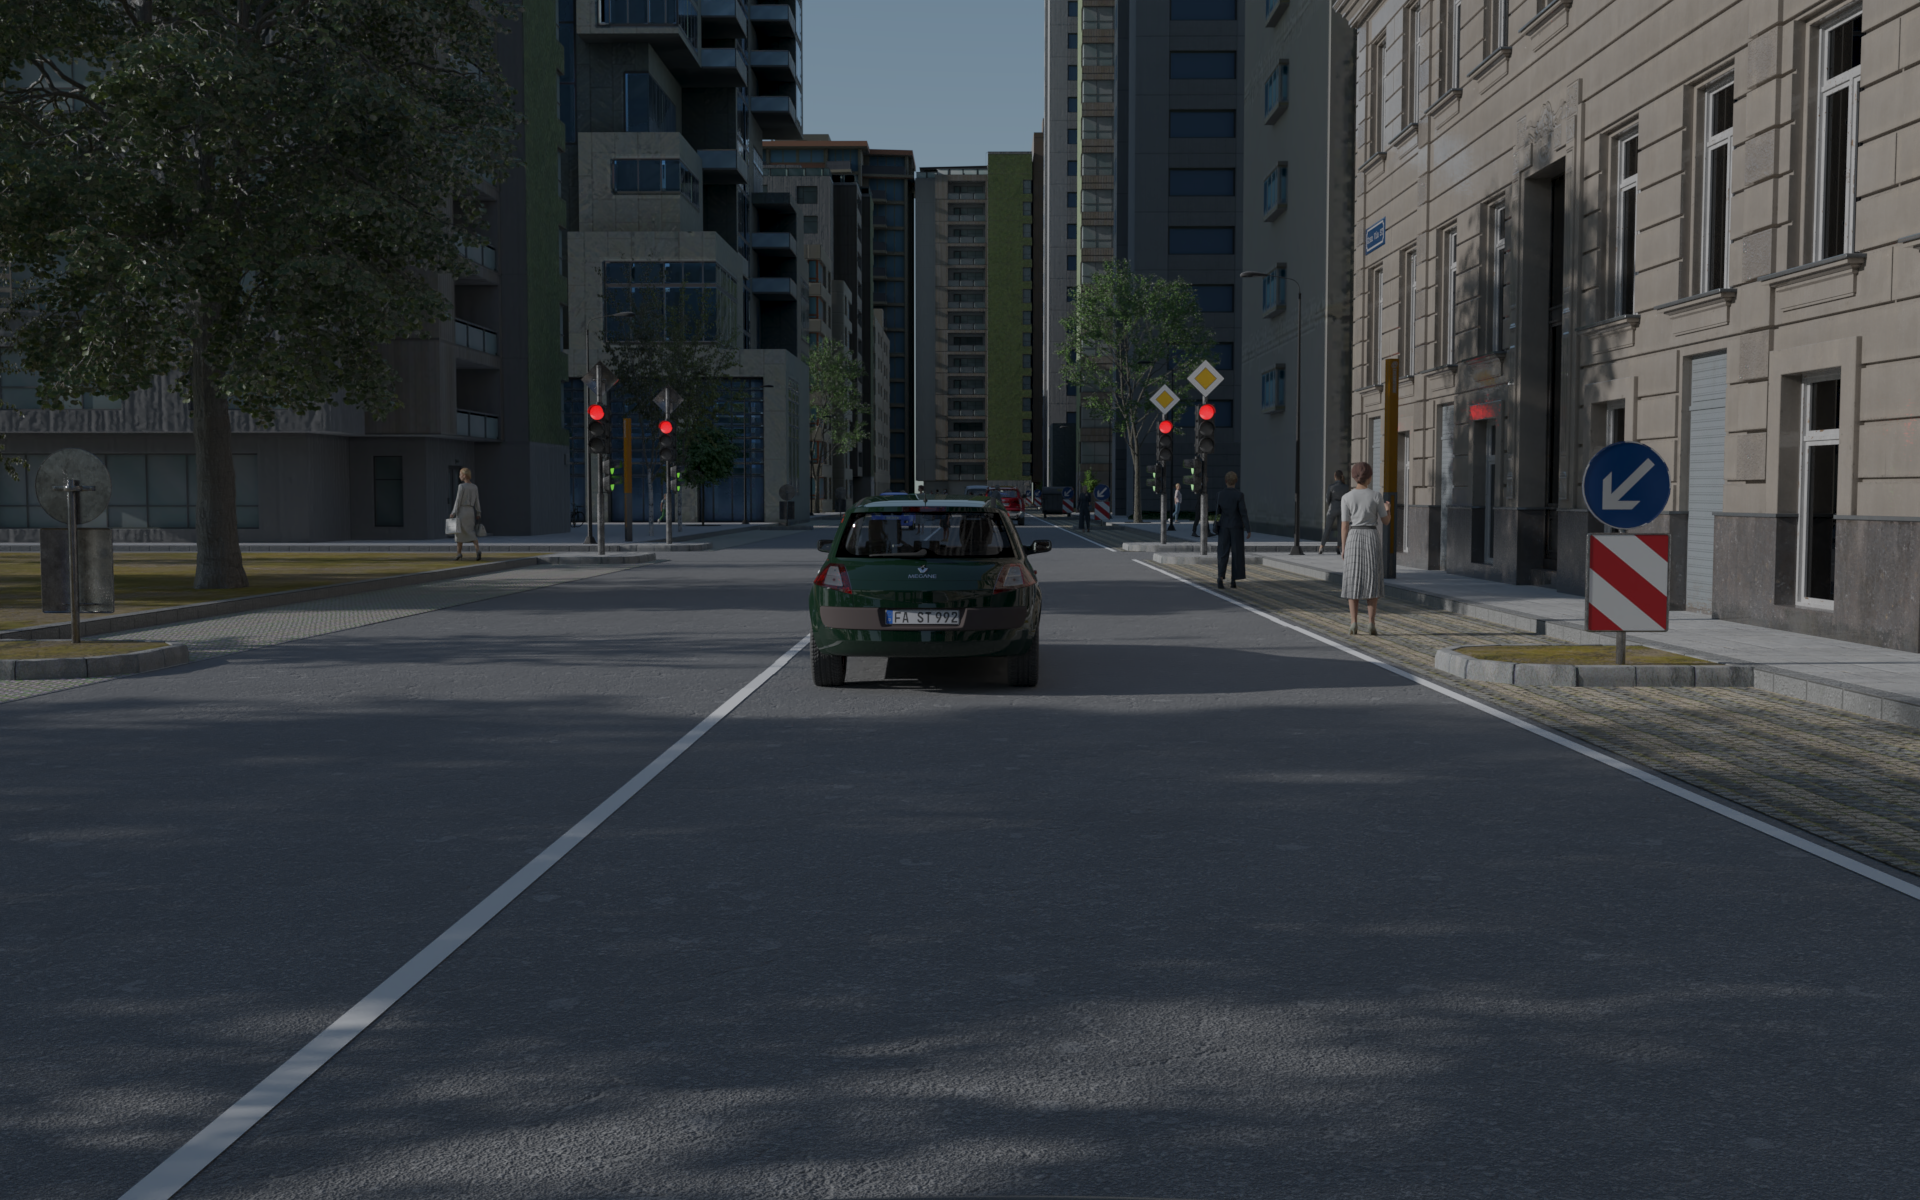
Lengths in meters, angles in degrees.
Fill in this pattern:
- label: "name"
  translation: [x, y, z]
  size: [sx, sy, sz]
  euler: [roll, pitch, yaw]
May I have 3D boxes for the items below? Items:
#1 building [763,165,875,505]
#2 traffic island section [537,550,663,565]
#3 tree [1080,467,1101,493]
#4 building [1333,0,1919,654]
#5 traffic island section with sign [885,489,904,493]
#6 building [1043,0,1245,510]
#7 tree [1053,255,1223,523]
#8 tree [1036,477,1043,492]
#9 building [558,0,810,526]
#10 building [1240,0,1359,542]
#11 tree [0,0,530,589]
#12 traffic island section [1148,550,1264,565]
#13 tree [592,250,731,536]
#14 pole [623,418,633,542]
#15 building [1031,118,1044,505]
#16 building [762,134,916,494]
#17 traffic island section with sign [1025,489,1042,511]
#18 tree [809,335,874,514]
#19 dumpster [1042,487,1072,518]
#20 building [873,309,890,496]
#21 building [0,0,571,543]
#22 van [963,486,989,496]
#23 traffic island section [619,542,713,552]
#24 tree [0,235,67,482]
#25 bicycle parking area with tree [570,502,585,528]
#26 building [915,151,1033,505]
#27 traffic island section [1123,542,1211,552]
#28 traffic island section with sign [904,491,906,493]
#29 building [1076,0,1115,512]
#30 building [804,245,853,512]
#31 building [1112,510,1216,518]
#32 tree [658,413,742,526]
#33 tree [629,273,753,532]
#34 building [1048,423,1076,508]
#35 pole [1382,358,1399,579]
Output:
- label: "building"
  translation: [-15.188, -23.500, 155.931]
  size: [14.160, 30.474, 14.107]
  euler: [0, 4, 1]
- label: "traffic island section"
  translation: [-7.592, -0.874, 36.577]
  size: [2.009, 0.180, 2.903]
  euler: [0, 4, 1]
- label: "tree"
  translation: [9.106, -7.753, 121.360]
  size: [1.663, 3.219, 1.824]
  euler: [0, 3, 0]
- label: "building"
  translation: [13.444, -13.781, 22.587]
  size: [12.463, 27.353, 25.104]
  euler: [0, 4, 1]
- label: "traffic island section with sign"
  translation: [-5.984, -8.421, 146.310]
  size: [1.989, 1.847, 2.006]
  euler: [0, 4, 1]
- label: "building"
  translation: [19.209, -39.035, 180.228]
  size: [21.231, 58.520, 28.212]
  euler: [0, 4, 1]
- label: "tree"
  translation: [7.741, -9.228, 76.628]
  size: [9.928, 11.665, 9.643]
  euler: [0, 3, 0]
- label: "tree"
  translation: [9.403, -12.384, 197.082]
  size: [1.663, 3.219, 1.824]
  euler: [0, 3, 0]
- label: "building"
  translation: [-18.714, -47.562, 90.310]
  size: [22.319, 86.520, 31.000]
  euler: [0, 4, 1]
- label: "building"
  translation: [20.335, -26.391, 55.199]
  size: [21.600, 48.544, 21.300]
  euler: [0, 4, 1]
- label: "tree"
  translation: [-10.065, -7.128, 23.206]
  size: [9.857, 13.997, 8.962]
  euler: [0, 3, 0]
- label: "traffic island section"
  translation: [5.149, -0.865, 36.424]
  size: [2.009, 0.180, 2.903]
  euler: [0, 4, 1]
- label: "tree"
  translation: [-9.273, -6.245, 52.471]
  size: [4.360, 8.622, 3.978]
  euler: [0, 3, 0]
- label: "pole"
  translation: [-8.949, -3.232, 46.681]
  size: [0.158, 3.312, 0.155]
  euler: [0, 3, 0]
- label: "building"
  translation: [15.765, -34.216, 209.537]
  size: [14.200, 45.320, 14.600]
  euler: [0, 4, 1]
- label: "building"
  translation: [-19.810, -34.186, 213.564]
  size: [28.867, 44.769, 22.147]
  euler: [0, 4, 1]
- label: "traffic island section with sign"
  translation: [6.426, -8.415, 146.210]
  size: [1.989, 1.847, 2.006]
  euler: [0, 4, 1]
- label: "tree"
  translation: [-9.560, -11.540, 114.432]
  size: [9.928, 11.665, 9.643]
  euler: [0, 3, 0]
- label: "dumpster"
  translation: [5.698, -5.719, 101.728]
  size: [1.865, 1.857, 1.264]
  euler: [0, 4, 0]
- label: "building"
  translation: [-22.525, -20.608, 181.980]
  size: [28.899, 21.520, 27.650]
  euler: [0, 4, 1]
- label: "building"
  translation: [-20.176, -22.421, 50.174]
  size: [14.154, 41.232, 14.086]
  euler: [0, 4, 1]
- label: "van"
  translation: [0.906, -4.869, 86.619]
  size: [2.013, 2.044, 4.112]
  euler: [0, 4, 1]
- label: "traffic island section"
  translation: [-7.499, -1.363, 44.561]
  size: [2.009, 0.180, 2.903]
  euler: [0, 4, 1]
- label: "tree"
  translation: [-19.504, -5.062, 33.126]
  size: [4.360, 8.622, 3.978]
  euler: [0, 3, 0]
- label: "bicycle parking area with tree"
  translation: [-18.558, -4.686, 63.621]
  size: [8.231, 4.147, 9.016]
  euler: [1, 4, 23]
- label: "building"
  translation: [1.621, -32.171, 209.588]
  size: [14.086, 41.232, 14.154]
  euler: [0, 4, 1]
- label: "traffic island section"
  translation: [5.241, -1.353, 44.409]
  size: [2.009, 0.180, 2.903]
  euler: [0, 4, 1]
- label: "traffic island section with sign"
  translation: [-5.674, -10.074, 173.340]
  size: [1.989, 1.847, 2.006]
  euler: [0, 4, 1]
- label: "building"
  translation: [15.613, -27.207, 128.433]
  size: [14.154, 41.232, 14.086]
  euler: [0, 4, 1]
- label: "building"
  translation: [-23.278, -17.722, 134.788]
  size: [27.650, 21.520, 28.899]
  euler: [0, 4, 1]
- label: "building"
  translation: [19.758, -34.332, 103.326]
  size: [21.231, 58.520, 28.212]
  euler: [0, 4, 1]
- label: "tree"
  translation: [-10.419, -5.252, 69.584]
  size: [4.285, 4.588, 4.351]
  euler: [0, 3, 0]
- label: "tree"
  translation: [-9.362, -6.621, 58.621]
  size: [4.737, 8.622, 4.395]
  euler: [0, 3, 0]
- label: "building"
  translation: [19.491, -51.183, 149.508]
  size: [22.319, 86.520, 31.000]
  euler: [0, 4, 1]
- label: "pole"
  translation: [6.507, -1.977, 26.170]
  size: [0.158, 3.312, 0.155]
  euler: [0, 3, 0]
